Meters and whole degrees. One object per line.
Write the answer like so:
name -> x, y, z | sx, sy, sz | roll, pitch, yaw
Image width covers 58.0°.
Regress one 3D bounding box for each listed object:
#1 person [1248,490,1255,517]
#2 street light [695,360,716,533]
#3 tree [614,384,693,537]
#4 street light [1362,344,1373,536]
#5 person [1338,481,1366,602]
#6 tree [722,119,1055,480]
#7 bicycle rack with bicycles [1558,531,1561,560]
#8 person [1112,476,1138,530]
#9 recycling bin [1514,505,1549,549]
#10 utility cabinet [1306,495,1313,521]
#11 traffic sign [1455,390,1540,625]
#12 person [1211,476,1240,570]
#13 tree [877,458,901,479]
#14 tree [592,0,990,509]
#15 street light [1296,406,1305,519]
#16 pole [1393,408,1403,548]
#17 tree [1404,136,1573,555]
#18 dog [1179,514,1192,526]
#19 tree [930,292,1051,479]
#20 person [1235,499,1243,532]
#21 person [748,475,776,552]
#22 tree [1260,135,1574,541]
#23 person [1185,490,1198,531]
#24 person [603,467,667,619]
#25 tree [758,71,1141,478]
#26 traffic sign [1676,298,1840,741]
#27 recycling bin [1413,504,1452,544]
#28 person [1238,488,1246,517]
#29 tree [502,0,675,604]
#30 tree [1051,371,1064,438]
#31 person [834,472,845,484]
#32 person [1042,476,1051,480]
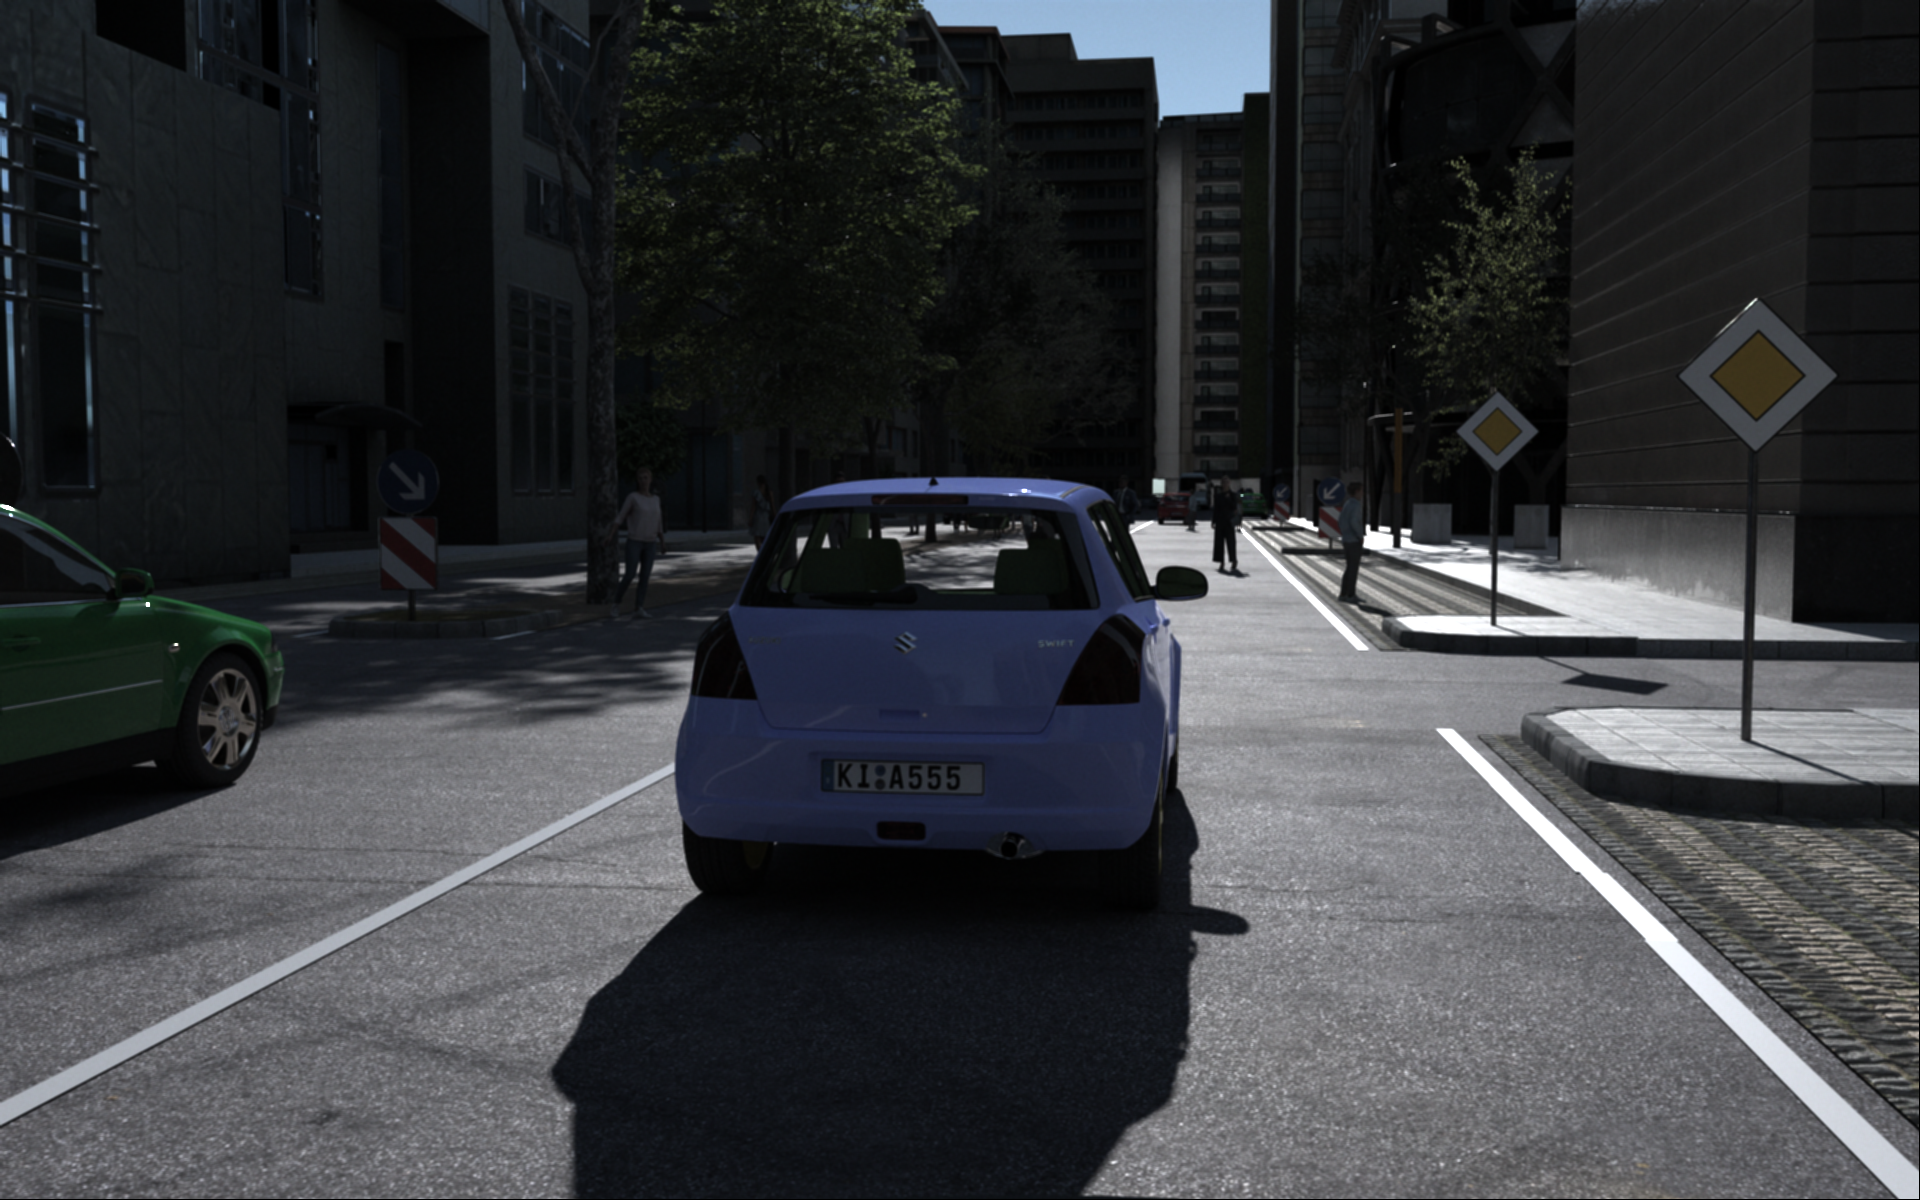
person -> 18.533, -6.190, 110.647 | 0.436, 1.711, 0.756 | -1, 4, -23
street light -> -8.499, -5.178, 57.443 | 0.468, 5.910, 1.993 | 0, 4, 8
tree -> -9.634, -4.166, 51.834 | 4.285, 4.588, 4.351 | 0, 3, 0
street light -> 12.479, -4.923, 53.285 | 0.468, 5.910, 1.993 | 0, 4, 8
person -> 5.185, -0.765, 22.823 | 0.330, 1.601, 0.589 | 0, 3, 0
tree -> -1.877, -6.347, 40.635 | 8.767, 10.594, 7.601 | 0, 4, 8
bicycle rack with bicycles -> 12.818, -1.226, 33.428 | 2.852, 0.926, 2.925 | -2, 4, -34
person -> 3.287, -1.634, 35.396 | 0.721, 1.800, 0.419 | 2, 4, 28
recycling bin -> 13.403, -1.716, 40.612 | 0.722, 1.027, 0.722 | 2, 4, 24
utility cabinet -> 16.597, -4.301, 81.480 | 0.306, 1.237, 1.020 | -1, 4, -10
traffic sign -> 5.212, -0.809, 16.869 | 0.795, 2.450, 0.064 | 0, 4, 8
person -> 5.045, -1.470, 32.955 | 0.576, 1.772, 0.534 | 1, 4, 18
tree -> -3.856, -5.940, 91.726 | 1.663, 3.219, 1.824 | 0, 3, 0
tree -> -3.343, -6.880, 33.076 | 7.486, 12.596, 7.792 | 0, 3, 0
street light -> 17.772, -7.206, 90.600 | 0.468, 5.910, 1.993 | 0, 4, 8
pole -> 10.410, -2.895, 41.168 | 0.158, 3.312, 0.155 | 0, 3, 0
tree -> 11.322, -5.273, 36.570 | 4.360, 8.622, 3.978 | 0, 3, 0
dog -> 10.252, -3.775, 78.564 | 0.800, 0.831, 0.513 | 1, 4, 17
tree -> 0.864, -6.832, 64.524 | 4.737, 8.622, 4.395 | 0, 3, 0
person -> 10.629, -3.236, 66.091 | 0.332, 1.250, 0.352 | 1, 4, 20
person -> -3.846, -1.548, 33.904 | 0.616, 1.811, 0.778 | -1, 4, -17
tree -> 12.227, -6.829, 46.062 | 8.767, 10.594, 7.601 | 0, 4, 7
person -> 9.053, -3.503, 67.588 | 0.589, 1.601, 0.330 | -3, 5, -44
person -> -3.808, -0.657, 19.908 | 0.598, 1.740, 0.731 | 3, 4, 38
tree -> -0.847, -8.413, 50.385 | 12.009, 13.543, 11.850 | 0, 3, 0
traffic sign -> 4.093, -0.325, 8.962 | 0.795, 2.450, 0.064 | 0, 4, 8
recycling bin -> 12.257, -1.983, 44.968 | 0.722, 1.027, 0.722 | -2, 4, -25
person -> 17.877, -6.178, 109.514 | 0.705, 1.824, 1.348 | 3, 5, 39
tree -> -5.722, -10.066, 22.926 | 12.611, 20.169, 13.585 | 0, 3, 0
tree -> 2.152, -7.119, 69.218 | 4.737, 8.622, 4.395 | 0, 3, 0
person -> -1.967, -1.196, 28.330 | 0.678, 1.792, 0.850 | -1, 4, -12
person -> 1.771, -1.647, 35.527 | 0.767, 1.812, 0.694 | 2, 4, 33
